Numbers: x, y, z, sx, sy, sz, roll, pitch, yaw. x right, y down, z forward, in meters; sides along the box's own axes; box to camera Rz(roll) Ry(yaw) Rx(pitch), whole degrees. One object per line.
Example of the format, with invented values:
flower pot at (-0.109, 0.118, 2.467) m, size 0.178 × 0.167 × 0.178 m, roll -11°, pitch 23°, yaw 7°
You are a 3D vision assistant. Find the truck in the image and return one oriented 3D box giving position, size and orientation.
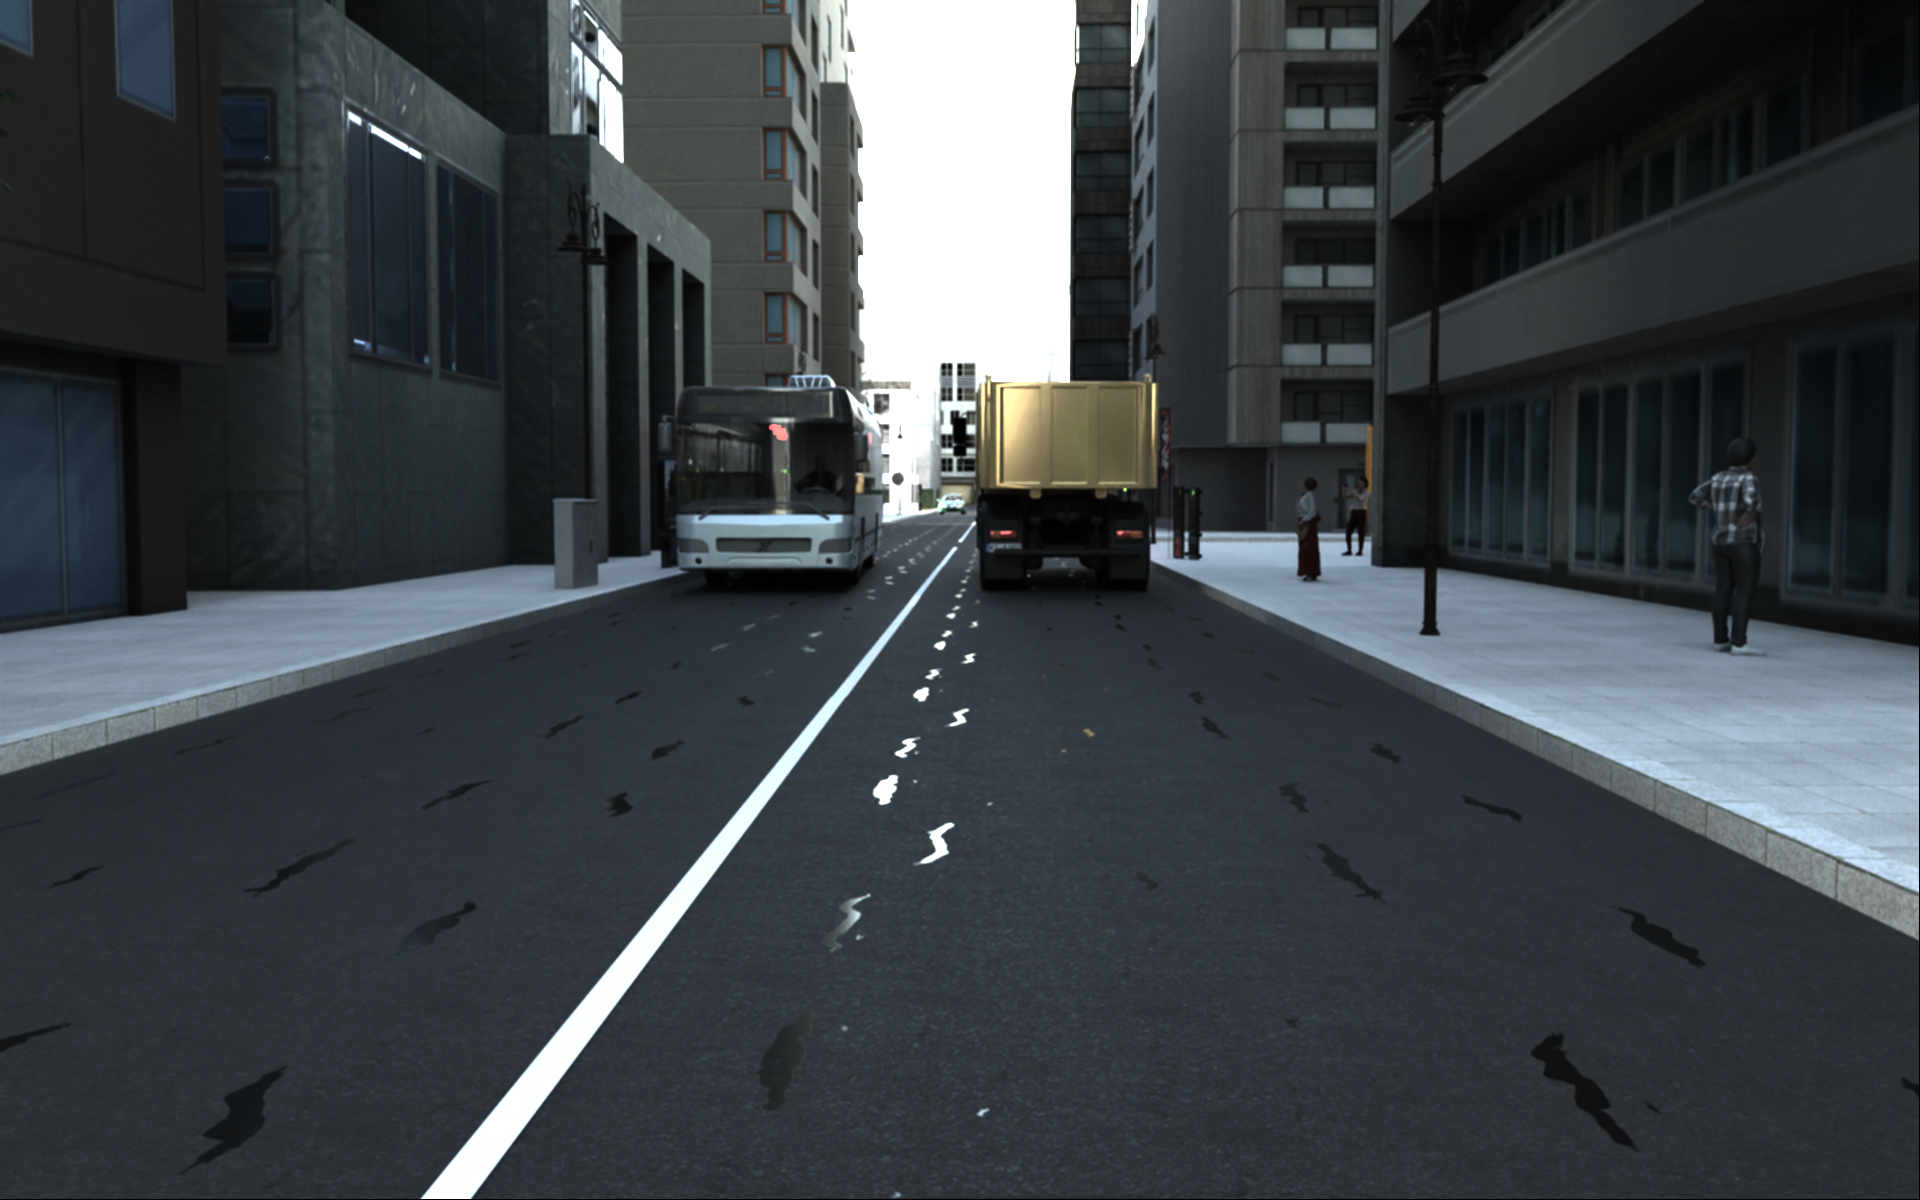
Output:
truck at (1.576, -2.055, 29.515) m, size 3.469 × 3.379 × 9.791 m, roll 0°, pitch 4°, yaw 0°

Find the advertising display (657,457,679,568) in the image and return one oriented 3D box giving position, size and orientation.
advertising display at (-5.059, -1.534, 30.288) m, size 0.123 × 1.923 × 0.974 m, roll 1°, pitch 4°, yaw 10°

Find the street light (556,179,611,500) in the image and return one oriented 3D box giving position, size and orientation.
street light at (-5.583, -3.247, 25.875) m, size 0.468 × 5.910 × 1.993 m, roll 0°, pitch 4°, yaw 1°

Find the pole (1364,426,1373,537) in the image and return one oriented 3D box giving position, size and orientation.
pole at (12.279, -3.560, 52.047) m, size 0.158 × 3.312 × 0.155 m, roll 0°, pitch 3°, yaw 0°

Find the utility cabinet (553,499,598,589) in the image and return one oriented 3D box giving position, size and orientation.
utility cabinet at (-5.285, -0.778, 23.884) m, size 0.306 × 1.237 × 1.020 m, roll 0°, pitch 4°, yaw 7°

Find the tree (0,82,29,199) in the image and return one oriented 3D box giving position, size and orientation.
tree at (-5.931, -1.468, 7.718) m, size 4.285 × 4.588 × 4.351 m, roll 0°, pitch 3°, yaw 0°

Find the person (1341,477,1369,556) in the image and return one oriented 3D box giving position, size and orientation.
person at (8.225, -1.746, 36.048) m, size 0.566 × 1.644 × 0.517 m, roll 0°, pitch 4°, yaw 4°

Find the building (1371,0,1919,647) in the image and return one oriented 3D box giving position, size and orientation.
building at (17.816, -24.174, 18.952) m, size 21.300 × 48.544 × 21.600 m, roll 0°, pitch 4°, yaw 1°

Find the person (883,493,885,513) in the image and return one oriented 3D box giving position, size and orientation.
person at (-4.381, -5.241, 95.637) m, size 0.435 × 1.345 × 0.340 m, roll -3°, pitch 5°, yaw -45°

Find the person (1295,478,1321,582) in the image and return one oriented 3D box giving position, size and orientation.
person at (5.148, -1.044, 25.588) m, size 0.387 × 1.526 × 0.523 m, roll 1°, pitch 4°, yaw 9°

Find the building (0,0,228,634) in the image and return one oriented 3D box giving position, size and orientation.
building at (-15.268, -22.090, 11.290) m, size 14.600 × 45.320 × 14.200 m, roll 0°, pitch 4°, yaw 1°

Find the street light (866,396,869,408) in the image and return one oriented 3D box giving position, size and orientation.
street light at (-4.379, -6.686, 82.096) m, size 0.468 × 5.910 × 1.993 m, roll 0°, pitch 4°, yaw 1°

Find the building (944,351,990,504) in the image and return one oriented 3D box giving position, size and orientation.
building at (11.072, -21.719, 221.570) m, size 31.486 × 18.905 × 16.747 m, roll 0°, pitch 4°, yaw 1°

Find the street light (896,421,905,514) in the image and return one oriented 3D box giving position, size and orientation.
street light at (-3.770, -8.363, 109.516) m, size 0.468 × 5.910 × 1.993 m, roll 0°, pitch 4°, yaw 1°

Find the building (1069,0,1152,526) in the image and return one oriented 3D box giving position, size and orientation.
building at (11.779, -18.640, 76.466) m, size 14.160 × 30.474 × 14.107 m, roll 0°, pitch 4°, yaw 1°

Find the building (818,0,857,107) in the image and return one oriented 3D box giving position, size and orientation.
building at (-20.394, -31.426, 103.055) m, size 28.713 × 52.752 × 27.495 m, roll 0°, pitch 4°, yaw 1°

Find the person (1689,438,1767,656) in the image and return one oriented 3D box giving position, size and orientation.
person at (6.237, -0.440, 13.953) m, size 0.376 × 1.734 × 0.841 m, roll 0°, pitch 4°, yaw -4°

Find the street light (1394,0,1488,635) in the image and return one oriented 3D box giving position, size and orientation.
street light at (4.285, -2.620, 15.622) m, size 0.468 × 5.910 × 1.993 m, roll 0°, pitch 4°, yaw 1°

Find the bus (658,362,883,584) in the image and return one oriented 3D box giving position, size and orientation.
bus at (-2.857, -2.172, 30.375) m, size 2.948 × 3.499 × 13.247 m, roll 0°, pitch 4°, yaw -1°

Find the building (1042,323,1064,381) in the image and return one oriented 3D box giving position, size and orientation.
building at (17.645, -19.623, 187.292) m, size 16.747 × 18.905 × 31.486 m, roll 0°, pitch 4°, yaw 1°

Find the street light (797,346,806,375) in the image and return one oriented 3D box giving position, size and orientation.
street light at (-4.926, -4.982, 54.236) m, size 0.468 × 5.910 × 1.993 m, roll 0°, pitch 4°, yaw 1°

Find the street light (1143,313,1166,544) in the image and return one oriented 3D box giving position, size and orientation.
street light at (4.973, -4.380, 44.398) m, size 0.468 × 5.910 × 1.993 m, roll 0°, pitch 4°, yaw 1°

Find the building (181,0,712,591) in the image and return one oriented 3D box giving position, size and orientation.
building at (-22.067, -43.931, 30.950) m, size 31.000 × 86.520 × 22.319 m, roll 0°, pitch 4°, yaw 1°

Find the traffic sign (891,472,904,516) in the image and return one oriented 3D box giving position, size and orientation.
traffic sign at (-3.616, -6.146, 100.585) m, size 0.768 × 2.556 × 0.104 m, roll 0°, pitch 4°, yaw 7°

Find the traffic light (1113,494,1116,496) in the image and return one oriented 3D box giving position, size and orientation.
traffic light at (4.673, -3.904, 52.756) m, size 0.839 × 4.253 × 0.868 m, roll 0°, pitch 4°, yaw 1°

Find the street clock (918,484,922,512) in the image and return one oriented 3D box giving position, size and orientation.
street clock at (-2.943, -7.455, 126.466) m, size 0.358 × 2.002 × 0.471 m, roll -1°, pitch 4°, yaw -13°

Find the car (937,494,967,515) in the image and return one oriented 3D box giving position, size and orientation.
car at (-0.525, -6.765, 122.399) m, size 2.131 × 1.459 × 4.920 m, roll 0°, pitch 4°, yaw 2°

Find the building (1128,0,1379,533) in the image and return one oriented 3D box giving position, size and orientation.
building at (13.548, -23.110, 61.449) m, size 14.086 × 41.232 × 14.154 m, roll 0°, pitch 4°, yaw 1°

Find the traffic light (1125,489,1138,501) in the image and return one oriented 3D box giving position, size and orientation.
traffic light at (4.502, -3.416, 44.772) m, size 0.839 × 4.253 × 0.868 m, roll 0°, pitch 4°, yaw 1°

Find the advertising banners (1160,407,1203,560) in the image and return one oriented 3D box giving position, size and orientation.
advertising banners at (4.371, -2.341, 34.456) m, size 0.090 × 3.025 × 2.074 m, roll -1°, pitch 4°, yaw -16°

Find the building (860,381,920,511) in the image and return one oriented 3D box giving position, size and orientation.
building at (-7.865, -12.268, 142.729) m, size 9.099 × 9.664 × 28.070 m, roll 0°, pitch 4°, yaw 1°

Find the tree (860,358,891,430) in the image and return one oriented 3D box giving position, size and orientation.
tree at (-5.494, -8.348, 86.857) m, size 4.360 × 8.622 × 3.978 m, roll 0°, pitch 3°, yaw 0°

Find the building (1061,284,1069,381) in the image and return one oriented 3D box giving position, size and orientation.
building at (16.151, -17.207, 137.754) m, size 16.016 × 20.091 × 11.380 m, roll 0°, pitch 4°, yaw 1°

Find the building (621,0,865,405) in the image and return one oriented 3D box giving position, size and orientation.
building at (-18.648, -13.627, 67.834) m, size 27.650 × 21.520 × 28.899 m, roll 0°, pitch 4°, yaw 1°

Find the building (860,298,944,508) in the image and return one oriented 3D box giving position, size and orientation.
building at (-10.731, -18.702, 172.237) m, size 16.747 × 18.905 × 31.486 m, roll 0°, pitch 4°, yaw 1°

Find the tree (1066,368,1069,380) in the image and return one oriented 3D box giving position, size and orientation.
tree at (7.143, -8.804, 94.309) m, size 4.360 × 8.622 × 3.978 m, roll 0°, pitch 3°, yaw 0°
